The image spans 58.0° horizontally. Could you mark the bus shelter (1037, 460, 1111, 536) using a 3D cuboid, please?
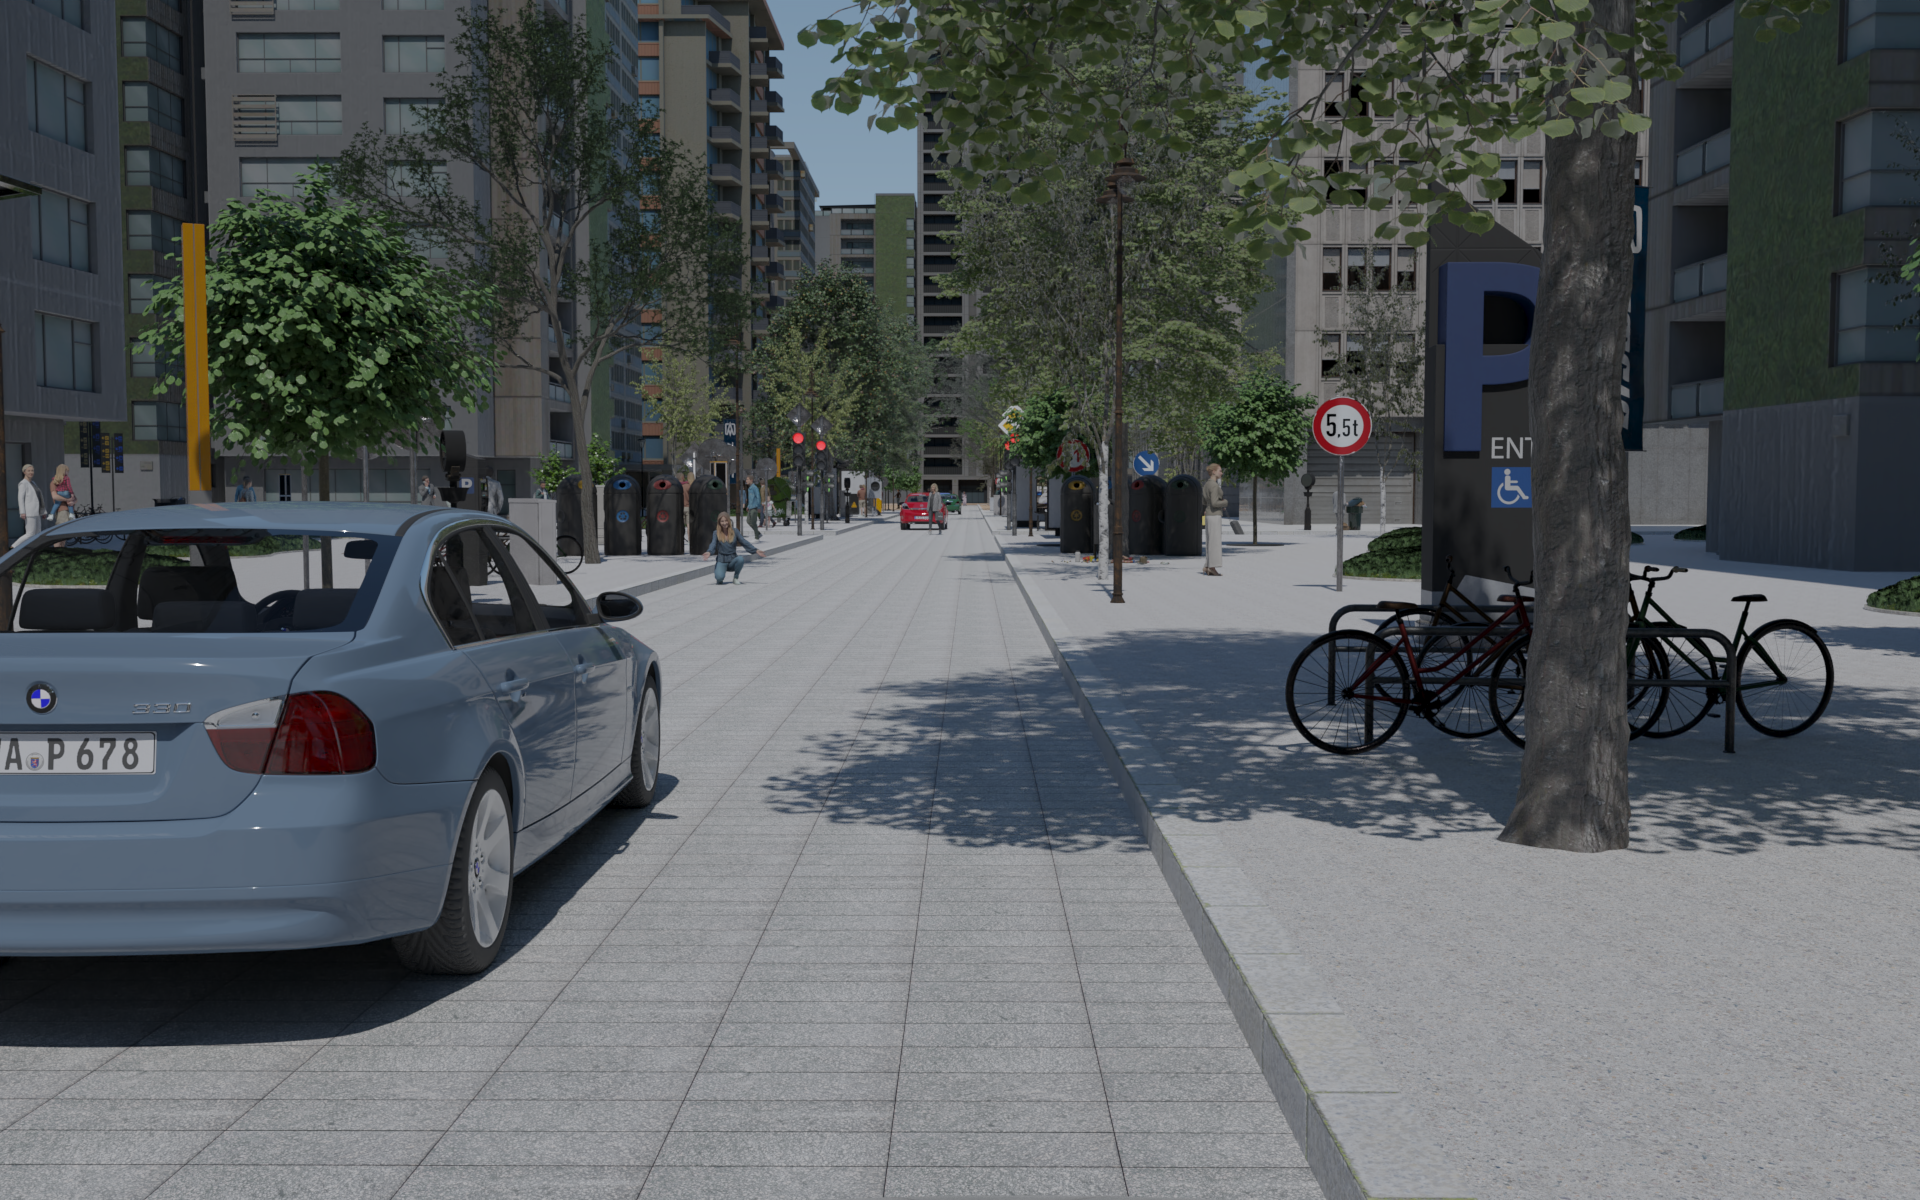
[{"bbox_3d":[3.411,-3.445,50.256,2.014,3.302,5.546,0,4,0],"label":"bus shelter"}]

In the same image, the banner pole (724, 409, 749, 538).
[{"bbox_3d":[-6.622,-3.730,50.994,0.863,3.779,0.401,-3,5,-43],"label":"banner pole"}]

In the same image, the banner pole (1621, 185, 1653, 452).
[{"bbox_3d":[4.560,-1.365,12.327,0.863,3.779,0.401,-1,4,-22],"label":"banner pole"}]

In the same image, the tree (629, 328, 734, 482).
[{"bbox_3d":[-11.992,-7.600,74.615,4.737,8.622,4.395,0,3,0],"label":"tree"}]

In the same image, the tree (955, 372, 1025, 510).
[{"bbox_3d":[3.100,-13.209,141.721,9.928,11.665,9.643,0,3,0],"label":"tree"}]

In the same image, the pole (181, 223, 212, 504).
[{"bbox_3d":[-5.806,-1.184,13.206,0.158,3.312,0.155,0,3,0],"label":"pole"}]

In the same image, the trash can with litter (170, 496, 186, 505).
[{"bbox_3d":[-28.020,-3.179,63.041,2.233,1.210,1.678,-3,4,-38],"label":"trash can with litter"}]

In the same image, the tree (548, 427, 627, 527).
[{"bbox_3d":[-10.557,-3.369,49.684,1.663,3.219,1.824,0,3,0],"label":"tree"}]

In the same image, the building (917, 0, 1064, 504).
[{"bbox_3d":[4.627,-49.035,239.969,20.611,71.187,20.563,0,4,0],"label":"building"}]

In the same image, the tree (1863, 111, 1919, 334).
[{"bbox_3d":[16.021,-4.608,25.700,4.360,8.622,3.978,0,3,0],"label":"tree"}]

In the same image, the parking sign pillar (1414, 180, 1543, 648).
[{"bbox_3d":[4.649,-1.607,14.753,1.447,3.967,1.447,0,4,2],"label":"parking sign pillar"}]

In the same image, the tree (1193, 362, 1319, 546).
[{"bbox_3d":[7.428,-3.625,42.977,4.285,4.588,4.351,0,3,0],"label":"tree"}]

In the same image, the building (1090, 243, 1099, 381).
[{"bbox_3d":[21.397,-25.835,194.102,14.160,30.474,14.107,0,4,0],"label":"building"}]

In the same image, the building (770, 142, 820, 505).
[{"bbox_3d":[-27.634,-30.220,185.983,23.993,40.220,32.217,0,4,0],"label":"building"}]

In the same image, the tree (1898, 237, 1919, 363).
[{"bbox_3d":[8.821,-1.785,12.894,4.285,4.588,4.351,0,3,0],"label":"tree"}]

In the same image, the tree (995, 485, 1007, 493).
[{"bbox_3d":[3.473,-8.442,132.632,1.663,3.219,1.824,0,3,0],"label":"tree"}]

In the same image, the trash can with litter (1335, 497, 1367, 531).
[{"bbox_3d":[13.758,-3.035,61.006,1.055,1.170,0.624,-2,4,-33],"label":"trash can with litter"}]

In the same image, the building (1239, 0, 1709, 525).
[{"bbox_3d":[23.403,-15.838,76.970,19.932,24.808,12.078,0,4,0],"label":"building"}]

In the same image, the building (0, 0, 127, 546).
[{"bbox_3d":[-25.265,-21.371,33.005,14.086,41.232,14.154,0,4,0],"label":"building"}]

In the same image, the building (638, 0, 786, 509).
[{"bbox_3d":[-26.974,-30.314,150.254,22.147,44.769,28.867,0,4,0],"label":"building"}]

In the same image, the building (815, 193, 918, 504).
[{"bbox_3d":[-12.845,-33.880,237.540,14.086,41.232,14.154,0,4,0],"label":"building"}]

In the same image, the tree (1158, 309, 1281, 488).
[{"bbox_3d":[10.302,-7.139,67.089,4.737,8.622,4.395,0,3,0],"label":"tree"}]

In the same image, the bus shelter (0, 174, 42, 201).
[{"bbox_3d":[-7.910,-1.164,10.322,1.731,3.624,6.357,0,4,0],"label":"bus shelter"}]

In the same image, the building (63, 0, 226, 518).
[{"bbox_3d":[-38.923,-18.596,75.747,14.107,30.474,14.160,0,4,0],"label":"building"}]

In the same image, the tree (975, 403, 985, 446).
[{"bbox_3d":[3.054,-10.070,114.999,4.737,8.622,4.395,0,3,0],"label":"tree"}]

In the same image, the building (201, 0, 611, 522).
[{"bbox_3d":[-24.130,-24.110,77.786,14.154,41.232,14.086,0,4,0],"label":"building"}]

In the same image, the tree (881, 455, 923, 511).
[{"bbox_3d":[-5.833,-9.728,142.758,4.285,4.588,4.351,0,3,0],"label":"tree"}]

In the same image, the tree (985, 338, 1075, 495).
[{"bbox_3d":[3.499,-7.804,77.963,4.737,8.622,4.395,0,3,0],"label":"tree"}]

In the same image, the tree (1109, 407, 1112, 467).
[{"bbox_3d":[9.727,-9.885,111.981,4.737,8.622,4.395,0,3,0],"label":"tree"}]

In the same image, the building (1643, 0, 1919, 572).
[{"bbox_3d":[21.794,-21.436,34.077,14.154,41.232,14.086,0,4,0],"label":"building"}]

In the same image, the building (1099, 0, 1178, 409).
[{"bbox_3d":[28.227,-35.655,172.190,28.713,52.752,27.495,0,4,0],"label":"building"}]

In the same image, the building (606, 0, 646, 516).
[{"bbox_3d":[-32.754,-25.259,104.863,32.217,40.220,23.993,0,4,0],"label":"building"}]

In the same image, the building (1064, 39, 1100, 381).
[{"bbox_3d":[25.697,-49.025,239.808,20.611,71.187,20.563,0,4,0],"label":"building"}]

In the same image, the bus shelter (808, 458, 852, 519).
[{"bbox_3d":[-7.102,-6.023,92.393,2.014,3.302,5.546,0,4,0],"label":"bus shelter"}]

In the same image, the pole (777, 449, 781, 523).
[{"bbox_3d":[-8.114,-5.119,77.537,0.158,3.312,0.155,0,3,0],"label":"pole"}]

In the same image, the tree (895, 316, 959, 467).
[{"bbox_3d":[-5.942,-20.292,187.659,12.611,20.169,13.585,0,3,0],"label":"tree"}]

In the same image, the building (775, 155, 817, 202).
[{"bbox_3d":[-35.087,-38.039,241.551,30.456,49.044,23.786,0,4,0],"label":"building"}]

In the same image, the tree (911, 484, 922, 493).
[{"bbox_3d":[-4.613,-11.291,179.210,1.663,3.219,1.824,0,3,0],"label":"tree"}]

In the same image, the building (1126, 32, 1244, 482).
[{"bbox_3d":[21.202,-28.639,151.836,14.154,41.232,14.086,0,4,0],"label":"building"}]

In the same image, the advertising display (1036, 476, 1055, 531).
[{"bbox_3d":[3.129,-3.357,60.099,0.974,1.923,0.123,1,4,10],"label":"advertising display"}]

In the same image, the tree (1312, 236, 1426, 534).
[{"bbox_3d":[12.049,-6.038,49.084,4.360,8.622,3.978,0,3,0],"label":"tree"}]

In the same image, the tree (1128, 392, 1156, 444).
[{"bbox_3d":[10.706,-7.992,81.031,4.737,8.622,4.395,0,3,0],"label":"tree"}]

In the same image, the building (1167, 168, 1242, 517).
[{"bbox_3d":[20.006,-16.227,107.113,13.314,21.916,24.055,0,4,0],"label":"building"}]

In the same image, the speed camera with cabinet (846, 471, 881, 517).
[{"bbox_3d":[-5.508,-6.311,97.523,2.038,3.252,0.660,-1,4,-21],"label":"speed camera with cabinet"}]

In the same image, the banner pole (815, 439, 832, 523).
[{"bbox_3d":[-6.059,-5.284,76.410,0.863,3.779,0.401,2,4,30],"label":"banner pole"}]

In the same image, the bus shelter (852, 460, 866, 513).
[{"bbox_3d":[-6.247,-6.687,103.249,2.014,3.302,5.546,0,4,0],"label":"bus shelter"}]

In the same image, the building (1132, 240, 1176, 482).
[{"bbox_3d":[18.748,-16.705,127.876,10.420,20.320,16.860,0,4,0],"label":"building"}]

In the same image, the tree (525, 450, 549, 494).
[{"bbox_3d":[-15.518,-4.395,66.464,1.663,3.219,1.824,0,3,0],"label":"tree"}]

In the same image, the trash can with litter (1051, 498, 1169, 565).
[{"bbox_3d":[2.887,-1.291,32.163,1.678,1.210,2.233,-3,5,-40],"label":"trash can with litter"}]
